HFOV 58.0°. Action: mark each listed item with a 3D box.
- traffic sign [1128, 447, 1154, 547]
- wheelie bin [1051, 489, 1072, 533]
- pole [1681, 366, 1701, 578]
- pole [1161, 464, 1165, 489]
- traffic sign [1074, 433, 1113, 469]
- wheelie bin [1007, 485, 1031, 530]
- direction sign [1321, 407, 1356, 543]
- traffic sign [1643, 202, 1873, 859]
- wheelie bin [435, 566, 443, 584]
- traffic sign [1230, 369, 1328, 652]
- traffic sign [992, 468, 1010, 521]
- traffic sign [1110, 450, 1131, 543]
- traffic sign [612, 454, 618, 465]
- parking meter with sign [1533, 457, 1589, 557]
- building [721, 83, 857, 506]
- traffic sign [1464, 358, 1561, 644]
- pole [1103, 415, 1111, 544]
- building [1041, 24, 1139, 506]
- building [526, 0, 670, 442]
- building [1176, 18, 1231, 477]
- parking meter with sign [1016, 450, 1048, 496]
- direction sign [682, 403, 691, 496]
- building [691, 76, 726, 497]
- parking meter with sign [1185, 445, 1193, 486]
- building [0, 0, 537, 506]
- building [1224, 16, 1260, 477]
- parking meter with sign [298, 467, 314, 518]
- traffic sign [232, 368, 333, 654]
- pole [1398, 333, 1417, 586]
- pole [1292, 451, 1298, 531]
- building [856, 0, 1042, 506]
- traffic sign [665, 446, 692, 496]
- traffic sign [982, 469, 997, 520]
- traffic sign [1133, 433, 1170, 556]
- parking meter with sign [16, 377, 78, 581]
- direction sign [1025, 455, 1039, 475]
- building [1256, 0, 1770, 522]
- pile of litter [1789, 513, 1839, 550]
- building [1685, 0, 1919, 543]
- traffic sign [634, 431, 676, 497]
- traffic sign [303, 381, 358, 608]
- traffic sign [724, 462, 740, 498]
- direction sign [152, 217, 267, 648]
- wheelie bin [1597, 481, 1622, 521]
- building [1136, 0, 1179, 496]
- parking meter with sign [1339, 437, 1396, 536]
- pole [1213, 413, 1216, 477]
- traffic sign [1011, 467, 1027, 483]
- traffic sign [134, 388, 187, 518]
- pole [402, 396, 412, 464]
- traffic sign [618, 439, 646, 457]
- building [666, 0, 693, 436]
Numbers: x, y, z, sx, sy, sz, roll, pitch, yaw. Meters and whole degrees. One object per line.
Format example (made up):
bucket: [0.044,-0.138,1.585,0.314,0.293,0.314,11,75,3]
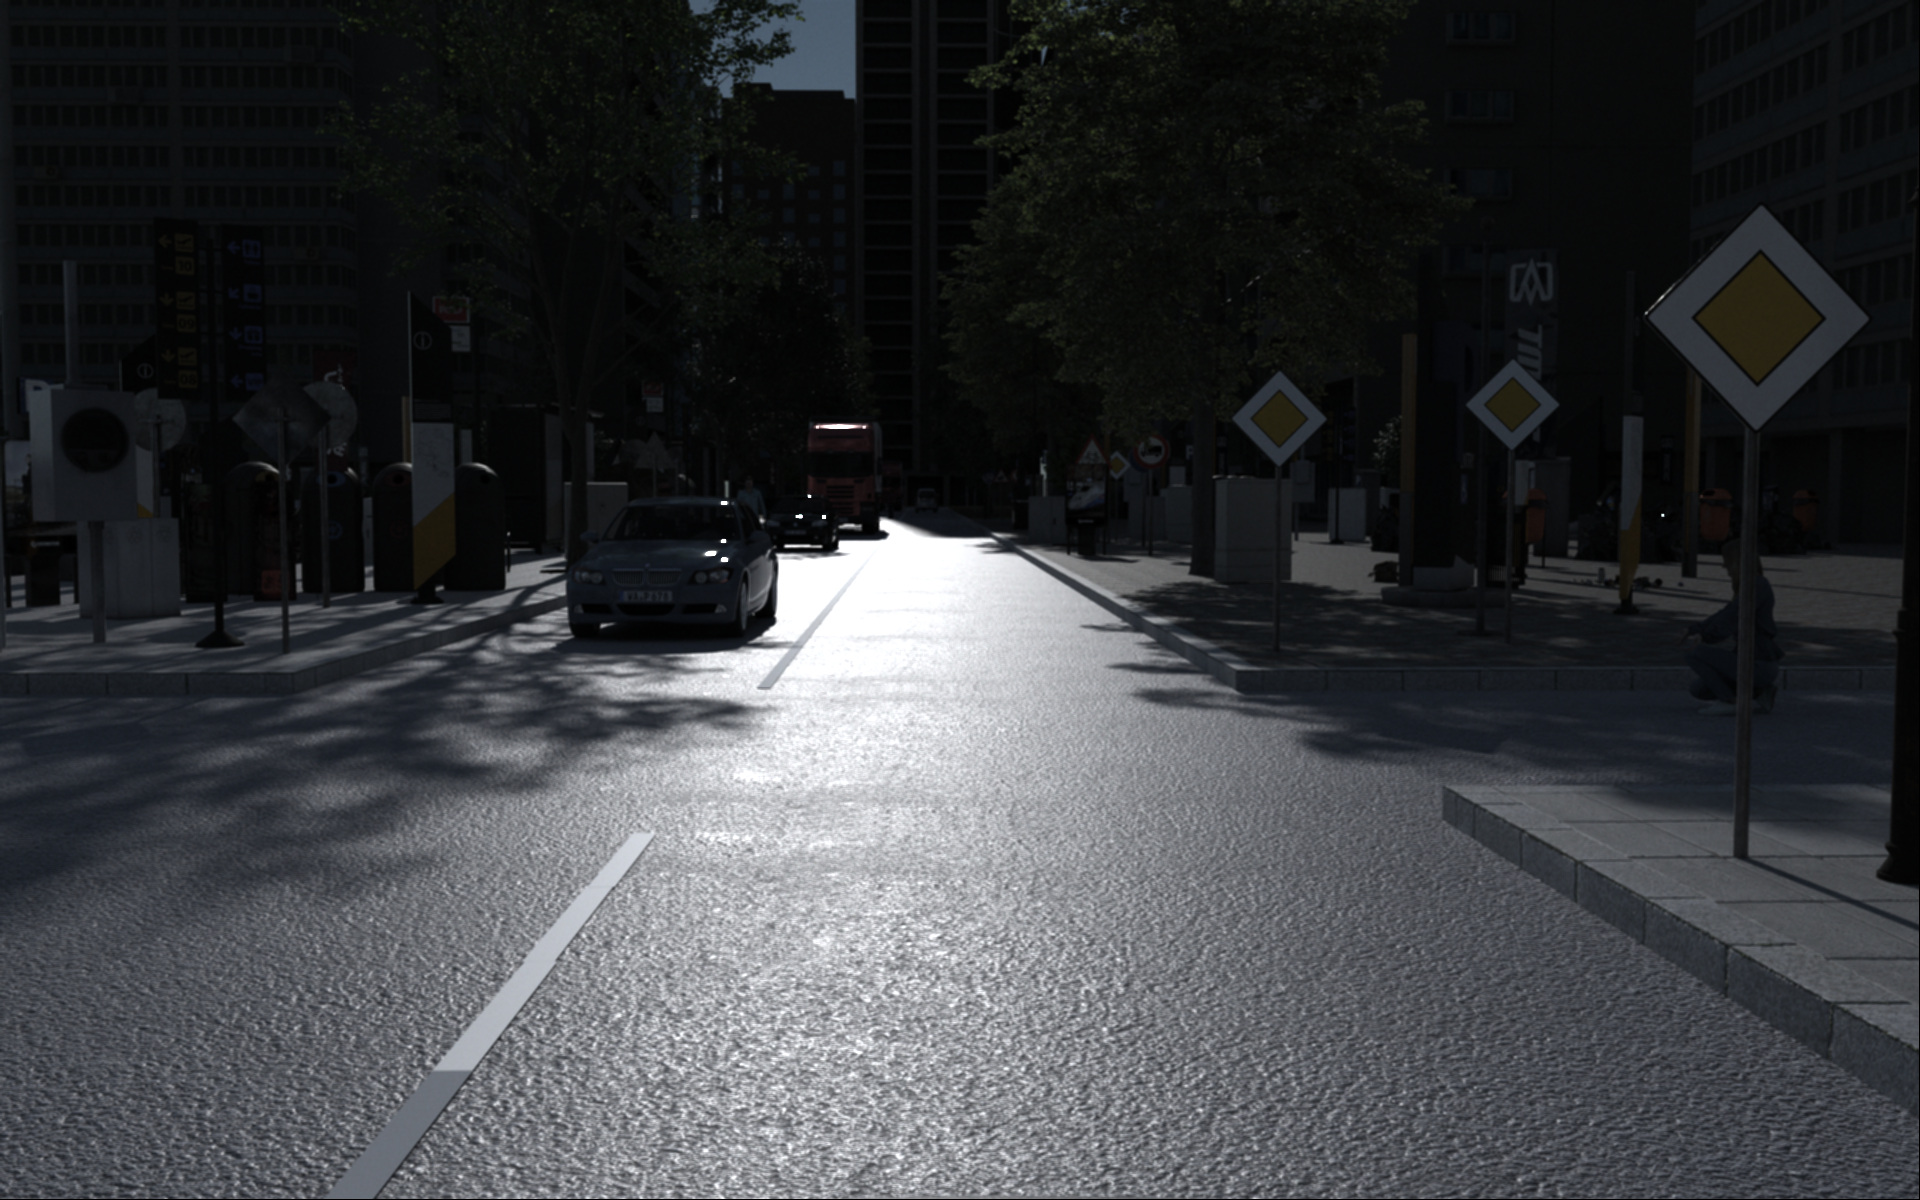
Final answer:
traffic sign: [4.478,-2.574,42.189,0.768,2.556,0.104,0,4,2]
wheelie bin: [3.347,-2.986,56.732,0.693,1.594,0.980,-3,5,-44]
pole: [11.243,-2.004,26.608,0.158,3.312,0.155,0,3,0]
pole: [8.009,-4.556,68.326,0.158,3.312,0.155,0,3,0]
traffic sign: [2.823,-2.264,37.026,0.884,2.594,0.081,0,4,4]
wheelie bin: [2.182,-3.354,62.740,0.980,1.594,0.693,-1,4,-9]
direction sign: [9.819,-3.244,45.031,0.876,3.537,0.379,0,4,7]
traffic sign: [2.754,-0.147,6.054,0.795,2.450,0.064,0,4,-1]
wheelie bin: [-7.632,-1.031,24.765,0.980,1.594,0.693,-1,4,-17]
traffic sign: [2.573,-0.636,14.037,0.795,2.450,0.064,0,4,-1]
traffic sign: [1.973,-5.076,83.001,0.884,2.594,0.081,0,4,7]
traffic sign: [4.111,-2.711,45.509,0.795,2.450,0.064,0,4,6]
traffic sign: [-9.412,-2.948,48.205,0.884,2.594,0.081,0,4,8]
parking meter with sign: [12.168,-2.403,35.546,1.738,3.016,0.543,1,4,22]
building: [-18.439,-33.161,192.292,14.200,45.320,14.600,0,4,-1]
traffic sign: [4.686,-0.830,14.759,0.795,2.450,0.064,0,4,8]
pole: [3.793,-3.109,44.667,0.158,3.312,0.155,0,3,0]
building: [23.040,-37.376,200.343,27.495,52.752,28.713,0,4,-1]
building: [-32.900,-30.513,122.588,21.300,48.544,21.600,0,4,-1]
building: [22.495,-28.469,115.576,14.600,45.320,14.200,0,4,-1]
parking meter with sign: [2.854,-4.342,67.260,1.738,3.016,0.543,-3,5,-44]
direction sign: [-6.860,-3.152,43.525,0.379,3.537,0.876,0,4,2]
building: [-41.095,-35.354,197.640,30.456,49.044,23.786,0,4,-1]
parking meter with sign: [8.541,-3.923,60.406,0.543,3.016,1.738,-2,4,-33]
building: [-38.468,-24.950,99.813,32.217,40.220,23.993,0,4,-1]
building: [22.528,-20.196,101.899,14.160,30.474,14.107,0,4,-1]
parking meter with sign: [-18.312,-3.238,49.196,1.738,3.016,0.543,0,4,5]
traffic sign: [-5.420,-0.626,13.877,0.795,2.450,0.064,0,4,-1]
pole: [5.736,-1.731,22.138,0.158,3.312,0.155,0,3,0]
pole: [11.541,-4.028,59.701,0.158,3.312,0.155,0,3,0]
building: [-1.131,-46.344,195.980,20.611,71.187,20.563,0,4,-1]
traffic sign: [-7.547,-2.823,46.254,0.768,2.556,0.104,0,4,1]
traffic sign: [1.484,-5.315,87.008,0.768,2.556,0.104,0,4,2]
traffic sign: [3.931,-2.175,35.675,0.768,2.556,0.104,0,4,1]
parking meter with sign: [-13.144,-1.795,25.614,1.738,3.016,0.543,2,4,31]
direction sign: [3.422,-5.552,82.764,0.876,3.537,0.379,-2,4,-32]
building: [26.236,-27.802,78.261,21.300,48.544,21.600,0,4,-1]
pile of litter: [19.488,-1.607,40.246,1.176,0.858,1.719,-2,4,-27]
building: [34.119,-21.452,42.627,23.993,40.220,32.217,0,4,-1]
traffic sign: [-6.301,-2.189,35.786,0.884,2.594,0.081,0,3,0]
traffic sign: [-7.163,-1.186,19.505,0.768,2.556,0.104,0,4,1]
traffic sign: [-9.179,-4.233,69.312,0.768,2.556,0.104,0,4,1]
direction sign: [-6.246,-1.377,14.511,0.876,3.537,0.379,-3,5,-40]
wheelie bin: [16.050,-2.119,42.558,0.693,1.594,0.980,1,4,8]
building: [24.633,-36.380,136.819,21.231,58.520,28.212,0,4,-1]
parking meter with sign: [12.547,-3.484,53.219,1.738,3.016,0.543,-1,4,-19]
pole: [6.346,-3.054,43.769,0.158,3.312,0.155,0,3,0]
traffic sign: [2.731,-4.891,80.067,0.768,2.556,0.104,0,4,7]
traffic sign: [-9.642,-1.264,20.770,0.768,2.556,0.104,0,4,5]
pole: [-11.543,-2.593,36.246,0.158,3.312,0.155,0,3,0]
traffic sign: [-7.525,-2.444,40.069,0.768,2.556,0.104,0,4,2]
building: [-30.163,-30.145,142.988,14.200,45.320,14.600,0,4,-1]
